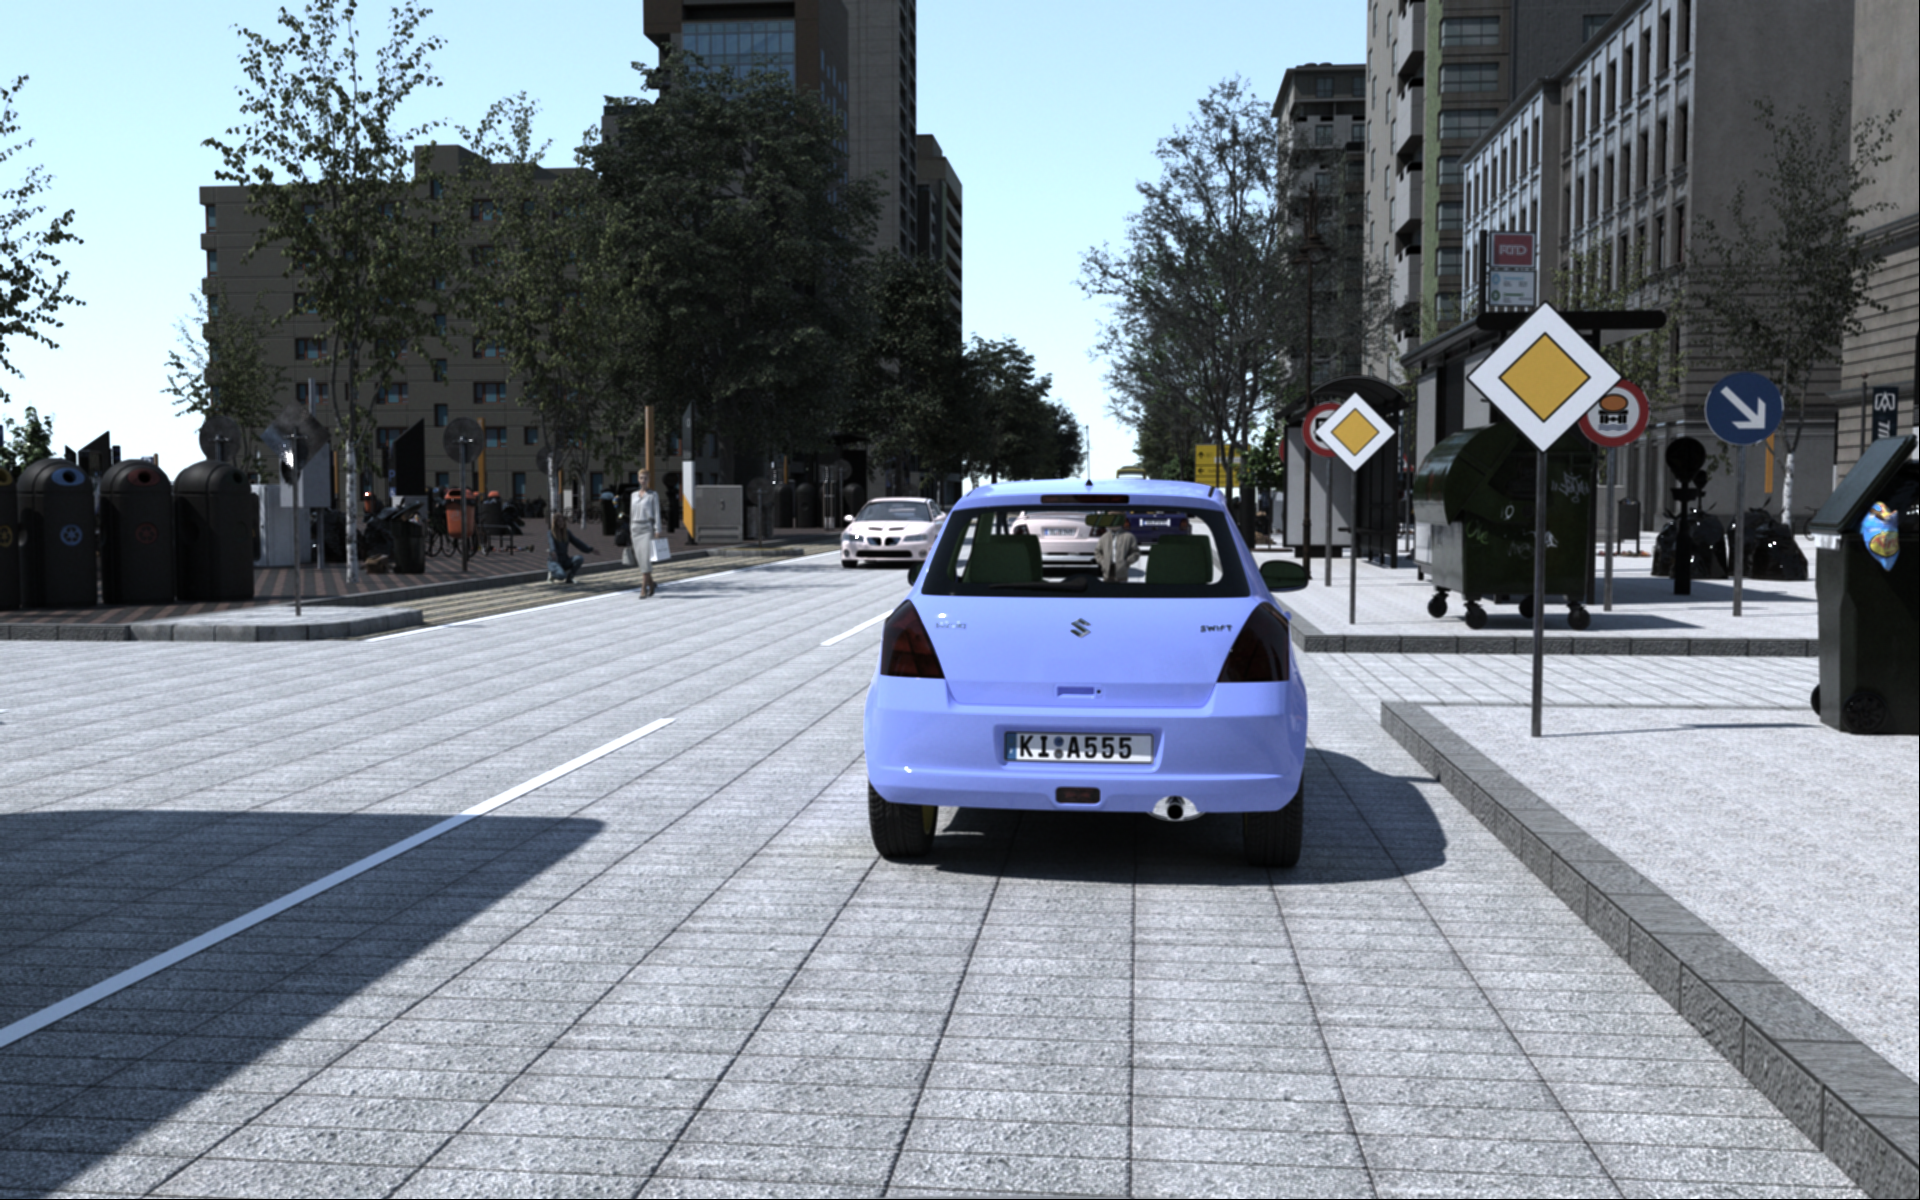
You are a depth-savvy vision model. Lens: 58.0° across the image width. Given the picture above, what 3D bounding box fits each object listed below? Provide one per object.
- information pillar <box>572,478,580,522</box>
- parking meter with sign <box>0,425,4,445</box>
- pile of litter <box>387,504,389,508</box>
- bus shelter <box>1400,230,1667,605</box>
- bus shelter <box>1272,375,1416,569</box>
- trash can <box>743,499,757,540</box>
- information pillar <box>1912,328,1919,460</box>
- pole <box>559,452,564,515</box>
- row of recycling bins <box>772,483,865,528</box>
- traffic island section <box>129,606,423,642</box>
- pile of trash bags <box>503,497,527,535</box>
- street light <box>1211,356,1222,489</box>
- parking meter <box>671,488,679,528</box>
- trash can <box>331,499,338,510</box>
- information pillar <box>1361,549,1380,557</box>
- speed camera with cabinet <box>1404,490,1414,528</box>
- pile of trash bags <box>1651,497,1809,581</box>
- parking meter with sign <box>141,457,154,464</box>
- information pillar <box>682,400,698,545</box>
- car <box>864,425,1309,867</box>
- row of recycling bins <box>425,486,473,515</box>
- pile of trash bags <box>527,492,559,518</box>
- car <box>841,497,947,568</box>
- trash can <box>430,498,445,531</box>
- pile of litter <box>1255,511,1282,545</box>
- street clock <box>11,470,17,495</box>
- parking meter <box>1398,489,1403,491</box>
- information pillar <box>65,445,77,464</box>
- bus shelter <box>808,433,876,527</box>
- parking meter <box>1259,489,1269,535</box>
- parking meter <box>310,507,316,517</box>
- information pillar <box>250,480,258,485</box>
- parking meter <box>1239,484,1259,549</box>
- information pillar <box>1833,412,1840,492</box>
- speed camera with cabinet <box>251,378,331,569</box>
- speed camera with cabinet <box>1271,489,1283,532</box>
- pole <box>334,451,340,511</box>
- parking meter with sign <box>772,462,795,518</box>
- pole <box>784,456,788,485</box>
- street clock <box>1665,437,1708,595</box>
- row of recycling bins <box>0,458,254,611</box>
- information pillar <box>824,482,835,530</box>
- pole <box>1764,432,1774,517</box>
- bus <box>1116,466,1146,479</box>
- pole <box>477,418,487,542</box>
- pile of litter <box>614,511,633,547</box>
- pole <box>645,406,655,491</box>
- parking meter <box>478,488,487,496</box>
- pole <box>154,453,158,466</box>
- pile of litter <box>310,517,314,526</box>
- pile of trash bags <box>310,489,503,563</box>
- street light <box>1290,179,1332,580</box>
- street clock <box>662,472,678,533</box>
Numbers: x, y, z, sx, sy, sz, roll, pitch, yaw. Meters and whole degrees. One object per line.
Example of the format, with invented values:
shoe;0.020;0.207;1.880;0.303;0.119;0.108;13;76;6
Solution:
information pillar;-17.580;-4.571;79.224;0.304;2.012;0.304;0;4;-7
parking meter with sign;-24.922;-2.898;43.648;1.738;3.016;0.543;1;4;23
pile of litter;-29.231;-4.579;88.839;1.719;0.858;1.176;-1;4;-13
bus shelter;7.459;-2.844;24.129;2.179;5.291;8.768;0;4;6
bus shelter;7.018;-2.343;32.230;2.014;3.302;5.546;0;4;6
trash can;-5.979;-2.245;48.353;0.748;1.137;0.748;0;3;0
information pillar;11.773;-1.824;21.176;0.183;3.616;0.504;1;4;11
pole;-19.136;-5.458;83.086;0.158;3.312;0.155;0;3;0
row of recycling bins;-5.383;-3.591;65.818;3.534;1.692;1.069;-1;4;-8
traffic island section;-6.989;0.247;18.239;2.009;0.180;2.903;0;4;6
pile of trash bags;-14.862;-2.771;55.051;1.912;1.369;3.447;-1;4;-13
street light;8.662;-5.221;58.156;0.468;5.910;1.993;0;4;6
parking meter;-10.795;-3.486;65.414;0.372;1.533;0.369;0;3;0
trash can;-20.371;-2.696;55.741;0.748;1.137;0.748;0;3;0
information pillar;8.430;-1.900;35.550;0.304;2.012;0.304;-3;5;-40
speed camera with cabinet;17.763;-4.336;65.222;0.660;3.252;2.038;-3;5;-42
pile of trash bags;12.375;-1.012;26.295;3.447;1.369;1.912;1;4;19
parking meter with sign;-37.764;-5.214;81.503;0.543;3.016;1.738;0;4;3
information pillar;-6.819;-3.195;43.586;0.183;3.616;0.504;-3;4;-38
car;0.656;0.095;8.042;1.945;1.707;3.694;0;4;7
row of recycling bins;-25.650;-4.854;86.481;3.534;1.692;1.069;2;4;32
pile of trash bags;-22.649;-5.047;92.278;3.447;1.369;1.912;2;4;25
car;-1.237;-1.396;35.189;2.083;1.381;4.827;0;4;5
trash can;-17.151;-2.797;57.388;0.748;1.137;0.748;0;3;0
pile of litter;7.477;-1.856;44.303;1.176;0.858;1.719;-1;4;-22
street clock;-23.612;-2.388;43.616;0.358;2.002;0.471;3;5;42
parking meter;21.401;-4.615;83.864;0.372;1.533;0.369;0;3;0
information pillar;-41.948;-5.528;81.742;0.504;3.616;0.183;-3;4;-36
bus shelter;-4.717;-4.805;69.840;1.731;3.624;6.357;0;4;6
parking meter;9.504;-2.796;54.118;0.372;1.533;0.369;0;3;0
parking meter;-17.739;-2.382;47.349;0.372;1.533;0.369;0;3;0
information pillar;-36.551;-5.210;89.673;0.304;2.012;0.304;0;4;-3
parking meter;6.650;-1.937;40.083;0.372;1.533;0.369;0;3;0
information pillar;25.056;-3.537;49.187;0.504;3.616;0.183;1;4;10
speed camera with cabinet;-11.727;-2.176;29.919;2.038;3.252;0.660;3;4;36
speed camera with cabinet;10.854;-3.960;59.082;0.660;3.252;2.038;-1;4;-17
pole;-29.721;-5.429;82.609;0.158;3.312;0.155;0;3;0
parking meter with sign;-9.243;-5.945;93.457;1.738;3.016;0.543;-1;4;-21
pole;-9.213;-5.998;91.916;0.158;3.312;0.155;0;3;0
street clock;9.237;-1.072;22.090;0.471;2.002;0.358;2;4;25
row of recycling bins;-10.036;-0.796;20.122;1.069;1.692;3.534;3;5;41
information pillar;-4.645;-3.488;61.514;0.304;2.012;0.304;1;4;16
pole;18.710;-2.826;40.054;0.158;3.312;0.155;0;3;0
bus;14.924;-9.767;151.243;2.896;3.916;12.252;0;4;5
pole;-12.798;-3.214;46.392;0.158;3.312;0.155;0;3;0
pile of litter;-8.059;-1.772;42.934;1.176;0.858;1.719;0;4;3
pole;-7.204;-2.840;40.284;0.158;3.312;0.155;0;3;0
parking meter;-19.639;-3.844;71.262;0.372;1.533;0.369;0;3;0
pole;-40.331;-5.695;86.960;0.158;3.312;0.155;0;3;0
pile of litter;-16.920;-1.781;43.077;1.719;0.858;1.176;2;4;31
pile of trash bags;-10.779;-1.418;32.934;3.447;1.369;1.912;1;4;11
street light;5.204;-3.245;25.847;0.468;5.910;1.993;0;4;6
street clock;-9.591;-3.229;57.365;0.471;2.002;0.358;-2;4;-34
